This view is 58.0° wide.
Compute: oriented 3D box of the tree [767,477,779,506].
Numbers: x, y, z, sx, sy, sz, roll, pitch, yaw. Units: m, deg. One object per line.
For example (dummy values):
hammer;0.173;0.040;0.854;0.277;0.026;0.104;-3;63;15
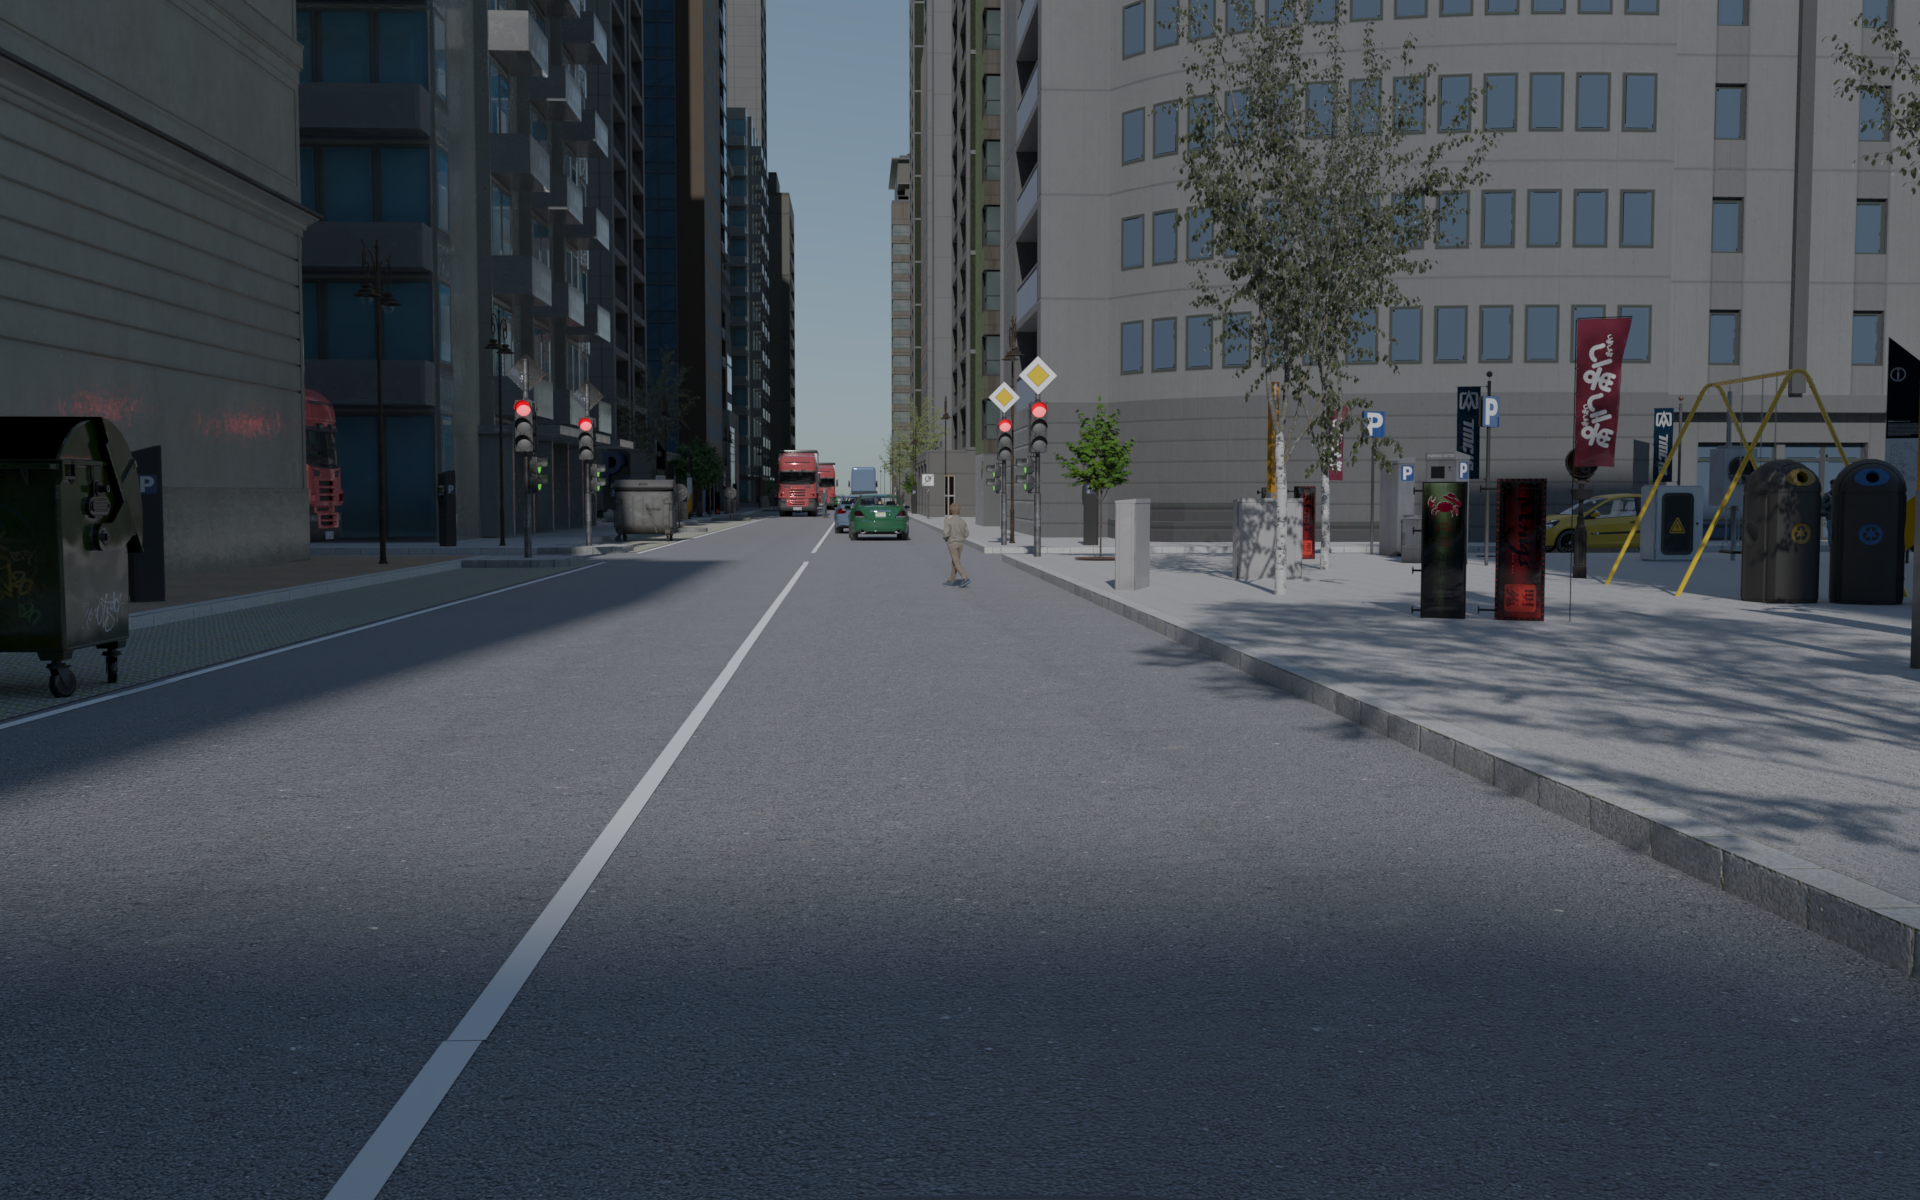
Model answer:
tree;-21.925;-12.613;200.830;1.663;3.219;1.824;0;3;0

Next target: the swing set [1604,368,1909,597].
swing set;10.491;-1.559;23.111;2.862;2.851;3.119;0;4;3

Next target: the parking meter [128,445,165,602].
parking meter;-9.717;-0.911;20.612;0.399;1.863;0.255;-3;5;-40

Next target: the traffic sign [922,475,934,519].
traffic sign;-1.640;-5.305;88.868;0.606;2.300;0.079;0;3;0

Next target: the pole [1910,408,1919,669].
pole;7.093;-1.147;12.603;0.158;3.312;0.155;0;3;0

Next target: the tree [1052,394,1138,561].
tree;2.606;-2.385;33.596;1.663;3.219;1.824;0;3;0

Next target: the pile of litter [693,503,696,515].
pile of litter;-16.098;-5.515;104.136;1.719;0.858;1.176;-1;4;-12

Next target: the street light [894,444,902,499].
street light;-5.541;-11.354;158.422;0.468;5.910;1.993;0;4;-3

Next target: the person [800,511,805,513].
person;-12.290;-7.705;134.469;1.348;1.826;0.705;-2;4;-31

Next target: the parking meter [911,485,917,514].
parking meter;-2.933;-6.500;111.990;0.399;1.863;0.255;0;4;7

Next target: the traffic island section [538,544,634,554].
traffic island section;-9.198;-1.258;42.844;2.009;0.180;2.903;0;4;-3

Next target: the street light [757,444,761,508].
street light;-18.107;-11.231;156.412;0.468;5.910;1.993;0;4;-3

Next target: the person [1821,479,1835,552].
person;20.408;-1.933;40.447;0.623;1.781;0.721;-1;4;-21

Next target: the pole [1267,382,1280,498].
pole;5.698;-2.306;31.546;0.158;3.312;0.155;0;3;0

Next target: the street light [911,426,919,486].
street light;-3.295;-9.157;122.510;0.468;5.910;1.993;0;4;-3

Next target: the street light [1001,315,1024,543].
street light;1.362;-4.417;45.002;0.468;5.910;1.993;0;4;-3

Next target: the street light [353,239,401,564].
street light;-10.605;-3.601;31.667;0.468;5.910;1.993;0;4;-3

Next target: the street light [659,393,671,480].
street light;-13.402;-6.491;78.917;0.468;5.910;1.993;0;4;-3

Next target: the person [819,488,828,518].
person;-8.112;-5.756;102.793;0.590;1.801;0.661;0;4;-8

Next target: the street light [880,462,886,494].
street light;-10.503;-16.419;241.238;0.468;5.910;1.993;0;4;-3

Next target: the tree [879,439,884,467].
tree;-7.838;-15.900;210.328;4.737;8.622;4.395;0;3;0

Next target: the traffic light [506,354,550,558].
traffic light;-8.675;-2.802;34.741;0.839;4.253;0.868;0;4;-3

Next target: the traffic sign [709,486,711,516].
traffic sign;-14.287;-6.045;98.941;0.768;2.556;0.104;0;4;4

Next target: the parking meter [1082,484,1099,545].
parking meter;3.265;-2.305;43.394;0.399;1.863;0.255;1;4;11

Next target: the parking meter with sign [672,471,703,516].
parking meter with sign;-15.716;-6.333;99.799;1.738;3.016;0.543;0;4;-8

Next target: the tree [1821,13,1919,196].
tree;10.378;-3.982;15.469;4.360;8.622;3.978;0;3;0

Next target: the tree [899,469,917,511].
tree;-3.690;-8.481;133.266;1.663;3.219;1.824;0;3;0

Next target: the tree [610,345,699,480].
tree;-14.874;-8.211;84.607;4.360;8.622;3.978;0;3;0

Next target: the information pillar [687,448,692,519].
information pillar;-13.731;-5.906;87.923;0.183;3.616;0.504;-2;4;-30

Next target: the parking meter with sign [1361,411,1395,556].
parking meter with sign;9.011;-2.415;35.743;0.543;3.016;1.738;-1;4;-22

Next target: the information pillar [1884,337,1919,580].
information pillar;14.036;-2.108;25.823;0.504;3.616;0.183;1;4;22

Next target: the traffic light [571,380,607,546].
traffic light;-9.158;-3.290;42.711;0.839;4.253;0.868;0;4;-3

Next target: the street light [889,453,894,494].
street light;-8.239;-14.223;205.327;0.468;5.910;1.993;0;4;-3

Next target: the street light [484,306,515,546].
street light;-11.355;-4.284;42.823;0.468;5.910;1.993;0;4;-3

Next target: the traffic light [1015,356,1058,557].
traffic light;1.566;-2.841;35.375;0.839;4.253;0.868;0;4;-3

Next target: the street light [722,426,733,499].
street light;-15.503;-8.688;114.838;0.468;5.910;1.993;0;4;-3

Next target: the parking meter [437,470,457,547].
parking meter;-12.548;-2.242;42.360;0.255;1.863;0.399;2;4;30

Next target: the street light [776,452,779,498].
street light;-20.248;-13.428;192.330;0.468;5.910;1.993;0;4;-3

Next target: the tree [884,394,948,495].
tree;-2.903;-10.777;126.562;4.737;8.622;4.395;0;3;0

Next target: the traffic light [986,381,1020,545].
traffic light;1.084;-3.329;43.345;0.839;4.253;0.868;0;4;-3

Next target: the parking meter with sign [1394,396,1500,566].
parking meter with sign;8.888;-2.161;31.586;0.543;3.016;1.738;-3;5;-42

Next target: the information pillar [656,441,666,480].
information pillar;-13.292;-5.230;76.863;0.183;3.616;0.504;3;5;42

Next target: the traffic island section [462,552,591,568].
traffic island section;-8.716;-0.770;34.873;2.009;0.180;2.903;0;4;-3

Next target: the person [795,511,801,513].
person;-12.359;-7.551;132.049;1.350;1.814;0.705;-3;5;-45

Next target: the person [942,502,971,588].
person;-0.077;-0.846;26.605;0.640;1.303;0.475;3;5;41

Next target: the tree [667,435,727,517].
tree;-14.633;-6.898;96.491;4.285;4.588;4.351;0;3;0

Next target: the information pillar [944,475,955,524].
information pillar;-0.408;-3.875;67.854;0.304;2.012;0.304;-2;4;-31

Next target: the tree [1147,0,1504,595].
tree;4.189;-4.353;21.529;4.360;8.622;3.978;0;3;0

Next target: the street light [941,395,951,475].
street light;-0.670;-6.614;80.927;0.468;5.910;1.993;0;4;-3
